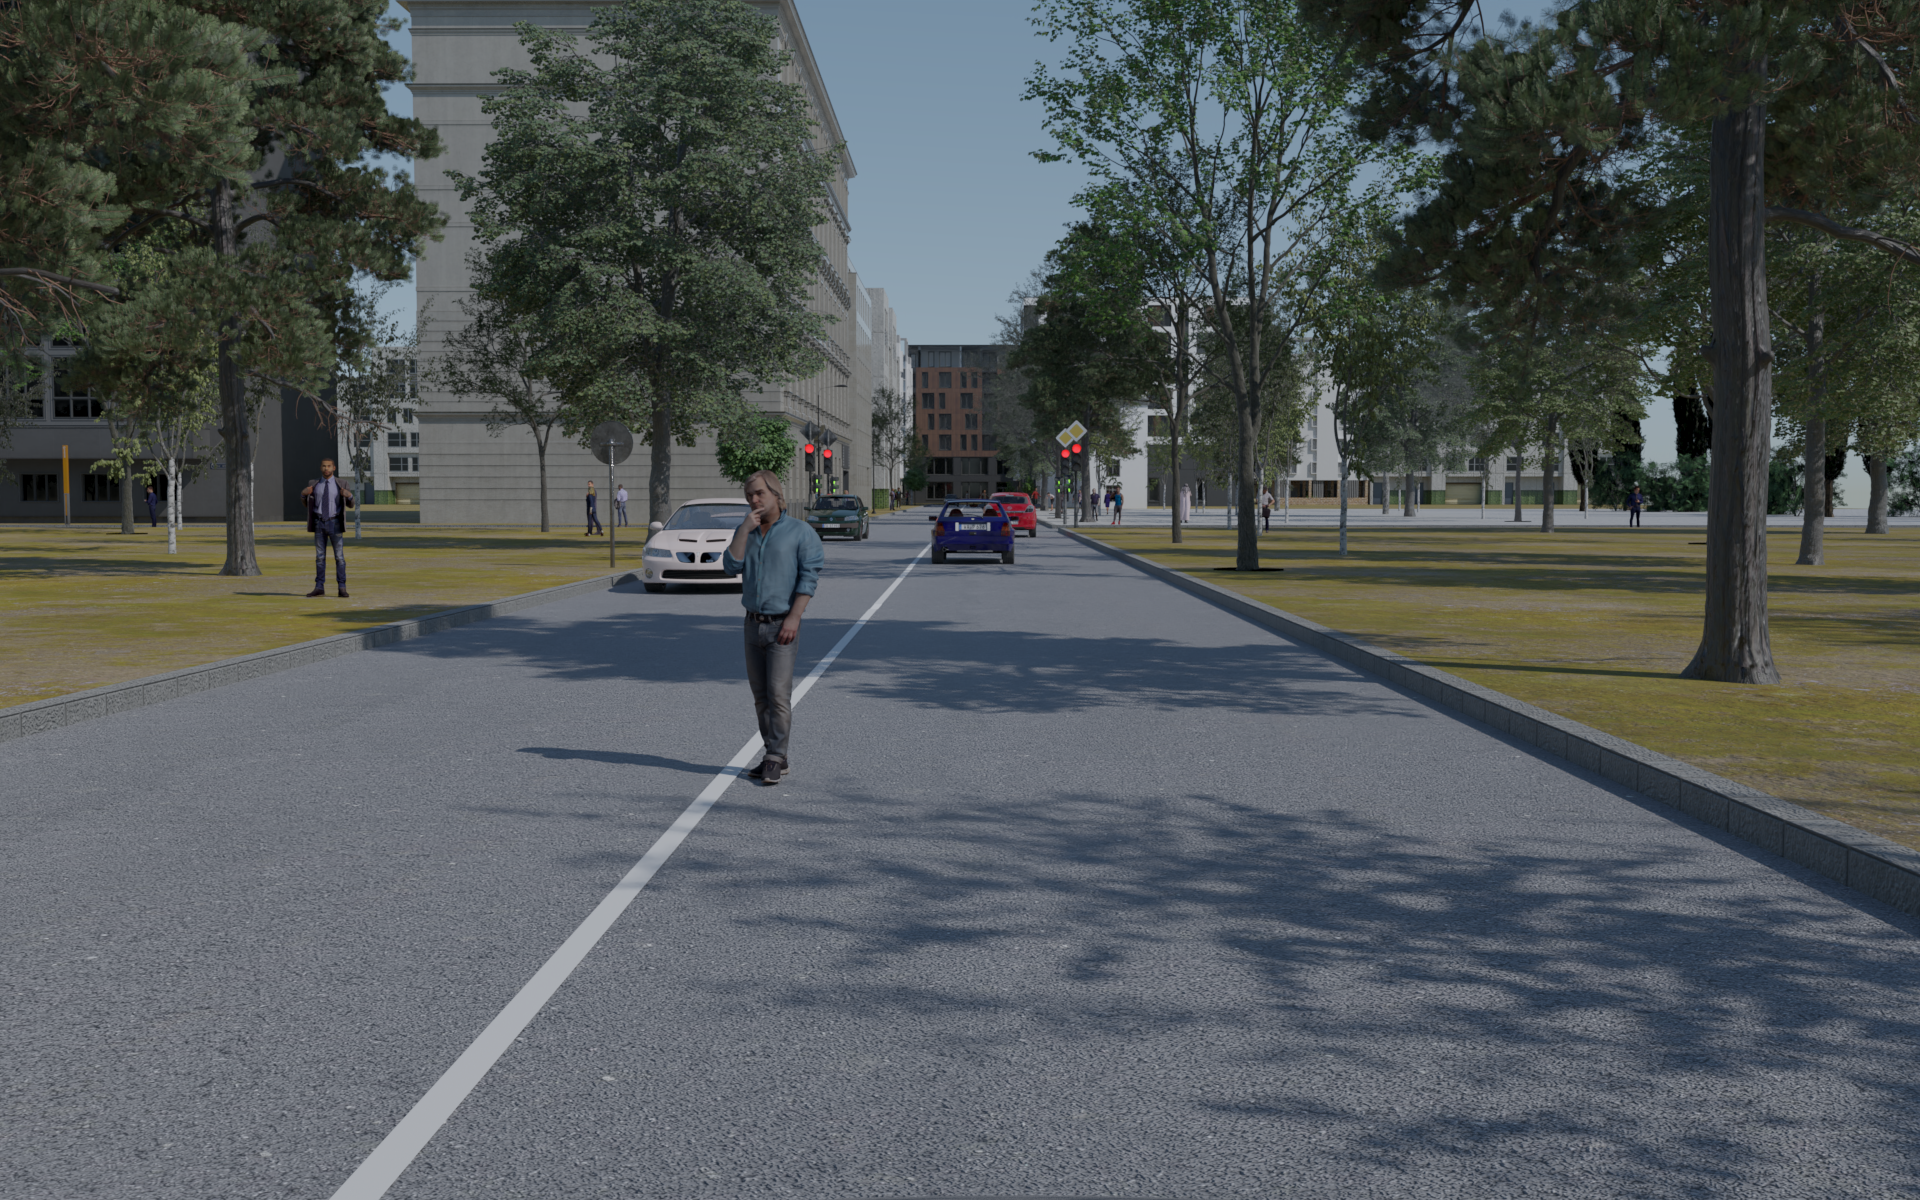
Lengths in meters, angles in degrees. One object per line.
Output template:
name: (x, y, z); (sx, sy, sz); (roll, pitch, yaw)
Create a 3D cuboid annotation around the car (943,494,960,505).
car: (-0.967, -11.305, 194.630); (2.009, 1.686, 4.222); (0, 4, 0)

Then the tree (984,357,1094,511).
tree: (6.496, -13.771, 131.813); (9.857, 13.997, 8.962); (0, 3, 0)

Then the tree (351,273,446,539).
tree: (-17.014, -6.058, 49.403); (4.360, 8.622, 3.978); (0, 3, 0)

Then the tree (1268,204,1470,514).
tree: (27.677, -15.574, 110.516); (12.611, 20.169, 13.585); (0, 3, 0)

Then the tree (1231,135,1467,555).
tree: (8.335, -5.257, 36.317); (4.737, 8.622, 4.395); (0, 3, 0)

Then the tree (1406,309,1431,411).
tree: (25.672, -10.341, 79.452); (12.009, 13.543, 11.850); (0, 3, 0)

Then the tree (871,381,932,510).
tree: (-5.934, -12.769, 143.182); (7.601, 10.594, 8.767); (-2, 4, -24)

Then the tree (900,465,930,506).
tree: (-5.108, -12.870, 194.140); (4.285, 4.588, 4.351); (0, 3, 0)

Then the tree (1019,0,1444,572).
tree: (4.782, -6.300, 28.763); (9.928, 11.665, 9.643); (0, 3, 0)

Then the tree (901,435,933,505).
tree: (-5.458, -15.570, 204.929); (4.737, 8.622, 4.395); (0, 3, 0)

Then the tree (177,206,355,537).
tree: (-17.946, -5.691, 43.409); (4.360, 8.622, 3.978); (0, 3, 0)

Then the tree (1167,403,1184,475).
tree: (15.970, -9.945, 112.955); (4.737, 8.622, 4.395); (0, 3, 0)

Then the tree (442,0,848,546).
tree: (-7.199, -8.228, 41.188); (9.857, 13.997, 8.962); (0, 3, 0)

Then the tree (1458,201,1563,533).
tree: (19.976, -8.524, 57.486); (7.486, 12.596, 7.792); (0, 3, 0)

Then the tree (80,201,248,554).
tree: (-17.042, -5.313, 37.233); (4.737, 8.622, 4.395); (0, 3, 0)

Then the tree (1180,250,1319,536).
tree: (9.144, -6.277, 52.991); (4.360, 8.622, 3.978); (0, 3, 0)

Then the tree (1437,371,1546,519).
tree: (27.147, -8.470, 88.849); (4.360, 8.622, 3.978); (0, 3, 0)

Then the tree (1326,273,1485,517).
tree: (25.347, -11.680, 97.616); (9.857, 13.997, 8.962); (0, 3, 0)

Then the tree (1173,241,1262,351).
tree: (22.635, -16.798, 130.529); (12.611, 20.169, 13.585); (0, 3, 0)

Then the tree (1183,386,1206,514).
tree: (17.025, -9.501, 105.707); (4.737, 8.622, 4.395); (0, 3, 0)

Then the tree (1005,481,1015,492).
tree: (6.376, -14.107, 225.244); (1.663, 3.219, 1.824); (0, 3, 0)

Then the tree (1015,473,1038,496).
tree: (6.342, -9.863, 155.854); (1.663, 3.219, 1.824); (0, 3, 0)

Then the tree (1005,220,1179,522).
tree: (5.873, -10.484, 78.832); (7.806, 13.903, 7.818); (0, 3, 0)

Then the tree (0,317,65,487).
tree: (-33.417, -6.670, 59.421); (4.360, 8.622, 3.978); (0, 3, 0)

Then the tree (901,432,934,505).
tree: (-5.350, -15.240, 199.540); (4.360, 8.622, 3.978); (0, 3, 0)

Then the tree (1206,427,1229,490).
tree: (14.248, -7.707, 76.380); (4.737, 8.622, 4.395); (0, 3, 0)

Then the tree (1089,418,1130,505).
tree: (10.030, -10.504, 122.097); (4.360, 8.622, 3.978); (0, 3, 0)

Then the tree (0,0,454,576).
tree: (-11.333, -6.408, 26.831); (6.751, 12.117, 7.091); (0, 3, 0)

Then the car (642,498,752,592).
car: (-3.665, -0.887, 26.858); (2.083, 1.381, 4.827); (0, 4, 1)

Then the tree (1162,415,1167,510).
tree: (16.685, -11.668, 141.142); (4.737, 8.622, 4.395); (0, 3, 0)

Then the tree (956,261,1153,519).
tree: (5.000, -11.002, 90.249); (12.009, 13.543, 11.850); (0, 3, 0)

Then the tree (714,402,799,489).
tree: (-7.292, -4.772, 61.740); (4.285, 4.588, 4.351); (0, 3, 0)

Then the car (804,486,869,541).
car: (-3.817, -2.708, 54.070); (2.009, 1.686, 4.222); (0, 4, 2)

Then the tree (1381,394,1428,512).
tree: (31.945, -10.462, 121.414); (4.360, 8.622, 3.978); (0, 3, 0)

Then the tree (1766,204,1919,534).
tree: (29.557, -9.107, 55.552); (9.857, 13.997, 8.962); (0, 3, 0)

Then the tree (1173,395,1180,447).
tree: (9.986, -6.854, 62.423); (4.360, 8.622, 3.978); (0, 3, 0)

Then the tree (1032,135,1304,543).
tree: (5.356, -6.758, 44.904); (7.601, 10.594, 8.767); (-1, 4, -21)

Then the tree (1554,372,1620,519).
tree: (32.273, -8.519, 89.649); (4.360, 8.622, 3.978); (0, 3, 0)

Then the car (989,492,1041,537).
car: (1.679, -3.034, 58.652); (2.155, 1.783, 4.494); (0, 4, 2)

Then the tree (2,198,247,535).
tree: (-26.532, -7.878, 54.559); (9.928, 11.665, 9.643); (0, 3, 0)

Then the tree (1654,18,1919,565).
tree: (15.483, -6.936, 31.532); (7.486, 12.596, 7.792); (0, 3, 0)

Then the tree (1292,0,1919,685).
tree: (5.296, -5.475, 11.564); (6.751, 12.117, 7.091); (0, 3, 0)

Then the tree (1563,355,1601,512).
tree: (51.398, -13.919, 129.392); (13.155, 14.587, 18.604); (1, 4, 19)

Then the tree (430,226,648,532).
tree: (-13.903, -7.578, 58.317); (8.767, 10.594, 7.601); (0, 4, 5)

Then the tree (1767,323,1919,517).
tree: (49.633, -12.170, 100.801); (13.155, 14.587, 18.604); (-2, 4, -31)

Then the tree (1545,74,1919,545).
tree: (19.143, -8.151, 43.641); (12.009, 13.543, 11.850); (0, 3, 0)

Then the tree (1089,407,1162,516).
tree: (8.359, -9.217, 101.065); (4.737, 8.622, 4.395); (0, 3, 0)

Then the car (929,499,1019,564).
car: (0.288, -1.483, 36.829); (1.945, 1.354, 3.894); (0, 4, 1)
